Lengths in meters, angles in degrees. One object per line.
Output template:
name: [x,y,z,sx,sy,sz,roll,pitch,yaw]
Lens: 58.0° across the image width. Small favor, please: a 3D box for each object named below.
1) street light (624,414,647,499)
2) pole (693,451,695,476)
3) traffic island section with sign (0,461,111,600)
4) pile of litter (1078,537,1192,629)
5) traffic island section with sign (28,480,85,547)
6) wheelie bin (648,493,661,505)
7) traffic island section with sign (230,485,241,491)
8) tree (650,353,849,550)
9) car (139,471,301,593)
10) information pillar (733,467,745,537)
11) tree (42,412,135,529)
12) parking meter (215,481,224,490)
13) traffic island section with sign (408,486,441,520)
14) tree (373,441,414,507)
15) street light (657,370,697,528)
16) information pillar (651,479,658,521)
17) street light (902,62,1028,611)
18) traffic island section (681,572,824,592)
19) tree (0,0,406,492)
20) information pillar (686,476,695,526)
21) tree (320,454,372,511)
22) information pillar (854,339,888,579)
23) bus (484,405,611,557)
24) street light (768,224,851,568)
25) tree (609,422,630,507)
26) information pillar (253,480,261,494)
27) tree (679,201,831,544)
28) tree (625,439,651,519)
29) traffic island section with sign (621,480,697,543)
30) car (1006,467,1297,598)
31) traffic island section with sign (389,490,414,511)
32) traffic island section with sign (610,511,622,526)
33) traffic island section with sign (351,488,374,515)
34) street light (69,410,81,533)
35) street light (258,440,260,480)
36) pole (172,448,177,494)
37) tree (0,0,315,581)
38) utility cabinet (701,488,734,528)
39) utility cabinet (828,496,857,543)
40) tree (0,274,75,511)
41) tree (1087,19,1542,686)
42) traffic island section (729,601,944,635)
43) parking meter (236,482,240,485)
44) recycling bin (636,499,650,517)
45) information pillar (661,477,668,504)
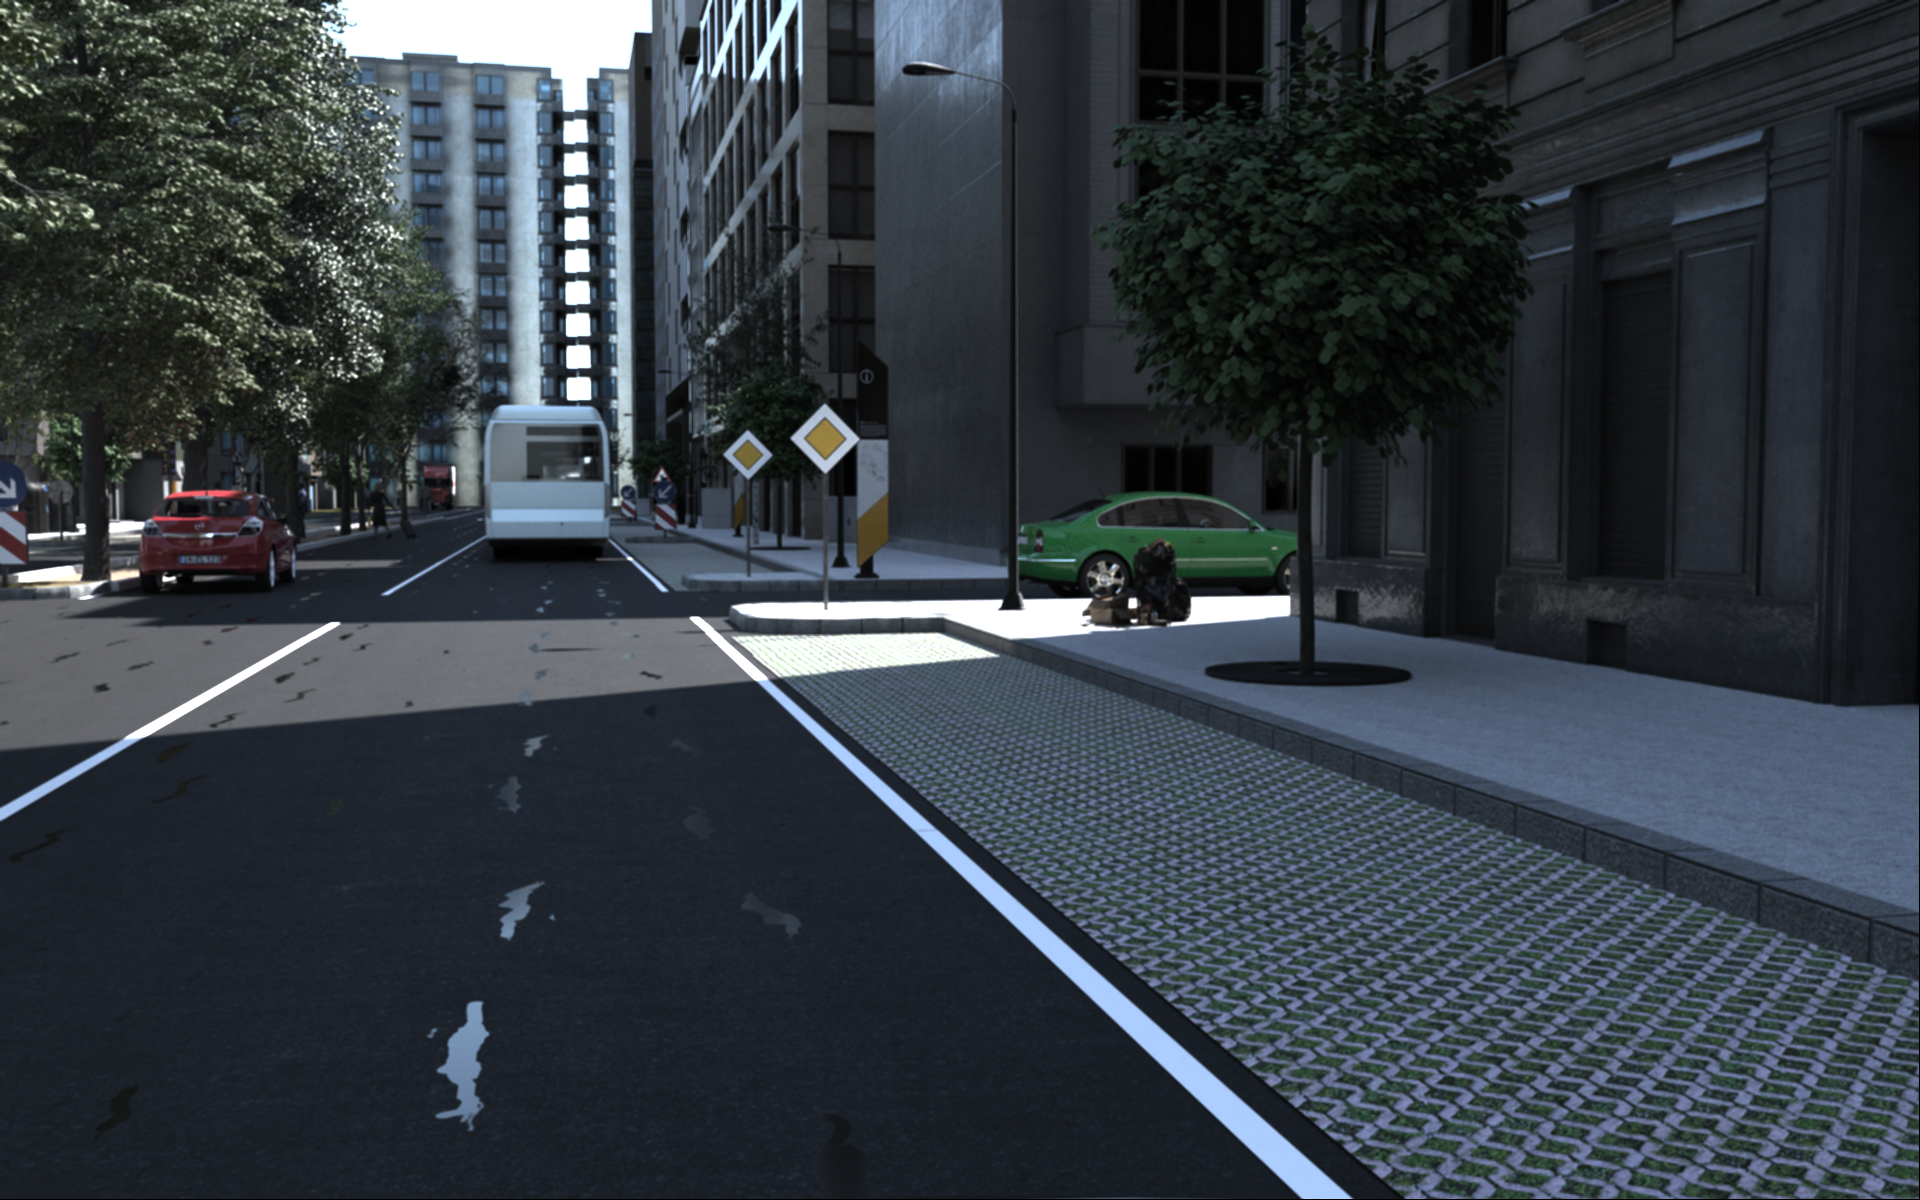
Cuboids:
street light: [-18.748,-7.817,100.351,1.470,5.913,1.316,-1,4,-13]
pole: [-12.693,-5.410,82.296,0.158,3.312,0.155,0,3,0]
traffic island section with sign: [-13.215,-0.987,24.270,2.006,1.907,1.989,-1,4,-13]
pile of litter: [1.700,-0.204,17.300,1.176,0.858,1.719,3,5,41]
traffic island section with sign: [-24.617,-2.362,47.247,1.989,1.847,2.006,-1,4,-13]
wheelie bin: [-15.273,-4.856,87.307,0.980,1.594,0.693,-2,4,-26]
traffic island section with sign: [-30.702,-3.973,73.589,1.989,1.847,2.006,-1,4,-13]
tree: [-4.141,-3.452,40.154,4.285,4.588,4.351,0,3,0]
car: [-11.342,-1.077,26.646,2.155,1.783,4.494,-1,4,-15]
information pillar: [-6.622,-3.703,51.904,0.183,3.616,0.504,-3,4,-36]
tree: [-32.001,-4.885,63.583,4.285,4.588,4.351,0,3,0]
parking meter: [-34.373,-4.569,80.410,0.399,1.863,0.255,2,4,29]
traffic island section with sign: [-30.147,-5.465,97.483,2.006,1.907,1.989,-1,4,-13]
tree: [-56.110,-13.535,171.662,4.360,8.622,3.978,0,3,0]
street light: [-10.628,-5.657,65.029,1.470,5.913,1.316,-1,4,-13]
information pillar: [-14.519,-4.764,82.378,0.304,2.012,0.304,-1,4,-19]
street light: [0.062,-2.838,18.936,1.470,5.913,1.316,-1,4,-13]
traffic island section: [-3.260,-0.283,26.909,2.009,0.180,2.903,-1,4,-13]
tree: [-16.003,-7.750,35.831,9.857,13.997,8.962,0,3,0]
information pillar: [-10.998,-4.050,70.710,0.304,2.012,0.304,-1,4,-23]
tree: [-49.789,-9.657,141.610,4.285,4.588,4.351,0,3,0]
information pillar: [-1.344,-2.139,26.322,0.504,3.616,0.183,-1,4,-17]
bus: [-10.138,-2.915,42.525,2.948,3.499,13.247,-1,4,-13]
street light: [-2.618,-3.519,30.073,1.470,5.913,1.316,-1,4,-13]
tree: [-35.609,-13.821,176.331,4.360,8.622,3.978,0,3,0]
information pillar: [-37.168,-5.330,91.642,0.304,2.012,0.304,-3,4,-38]
tree: [-5.258,-5.741,44.233,4.360,8.622,3.978,0,3,0]
tree: [-15.597,-6.494,89.897,4.285,4.588,4.351,0,3,0]
traffic island section with sign: [-8.812,-2.584,50.877,1.989,1.847,2.006,-1,4,-13]
car: [3.006,-0.900,23.509,4.718,1.807,1.959,-1,4,-13]
traffic island section with sign: [-48.334,-8.638,149.853,1.989,1.847,2.006,-1,4,-13]
traffic island section with sign: [-15.037,-4.231,77.801,1.989,1.847,2.006,-1,4,-13]
traffic island section with sign: [-42.002,-6.964,122.485,1.989,1.847,2.006,-1,4,-13]
street light: [-28.810,-5.187,57.349,1.470,5.913,1.316,-1,4,-13]
street light: [-36.997,-7.358,92.846,1.470,5.913,1.316,-1,4,-13]
pole: [-35.003,-5.094,77.130,0.158,3.312,0.155,0,3,0]
tree: [-13.490,-6.489,26.679,7.486,12.596,7.792,0,3,0]
utility cabinet: [-8.972,-3.397,64.225,1.173,1.500,0.318,1,4,14]
utility cabinet: [-3.063,-2.101,45.513,1.020,1.237,0.306,1,4,14]
tree: [-28.966,-6.282,53.075,4.737,8.622,4.395,0,3,0]
tree: [2.515,-1.742,12.198,4.285,4.588,4.351,0,3,0]
traffic island section: [-1.461,0.193,19.129,2.009,0.180,2.903,-1,4,-13]
parking meter: [-35.506,-4.874,85.401,0.255,1.863,0.399,0,4,-5]
recycling bin: [-17.921,-5.220,97.902,0.722,1.027,0.722,-1,4,-17]
information pillar: [-12.748,-4.300,74.795,0.304,2.012,0.304,0,4,-8]
